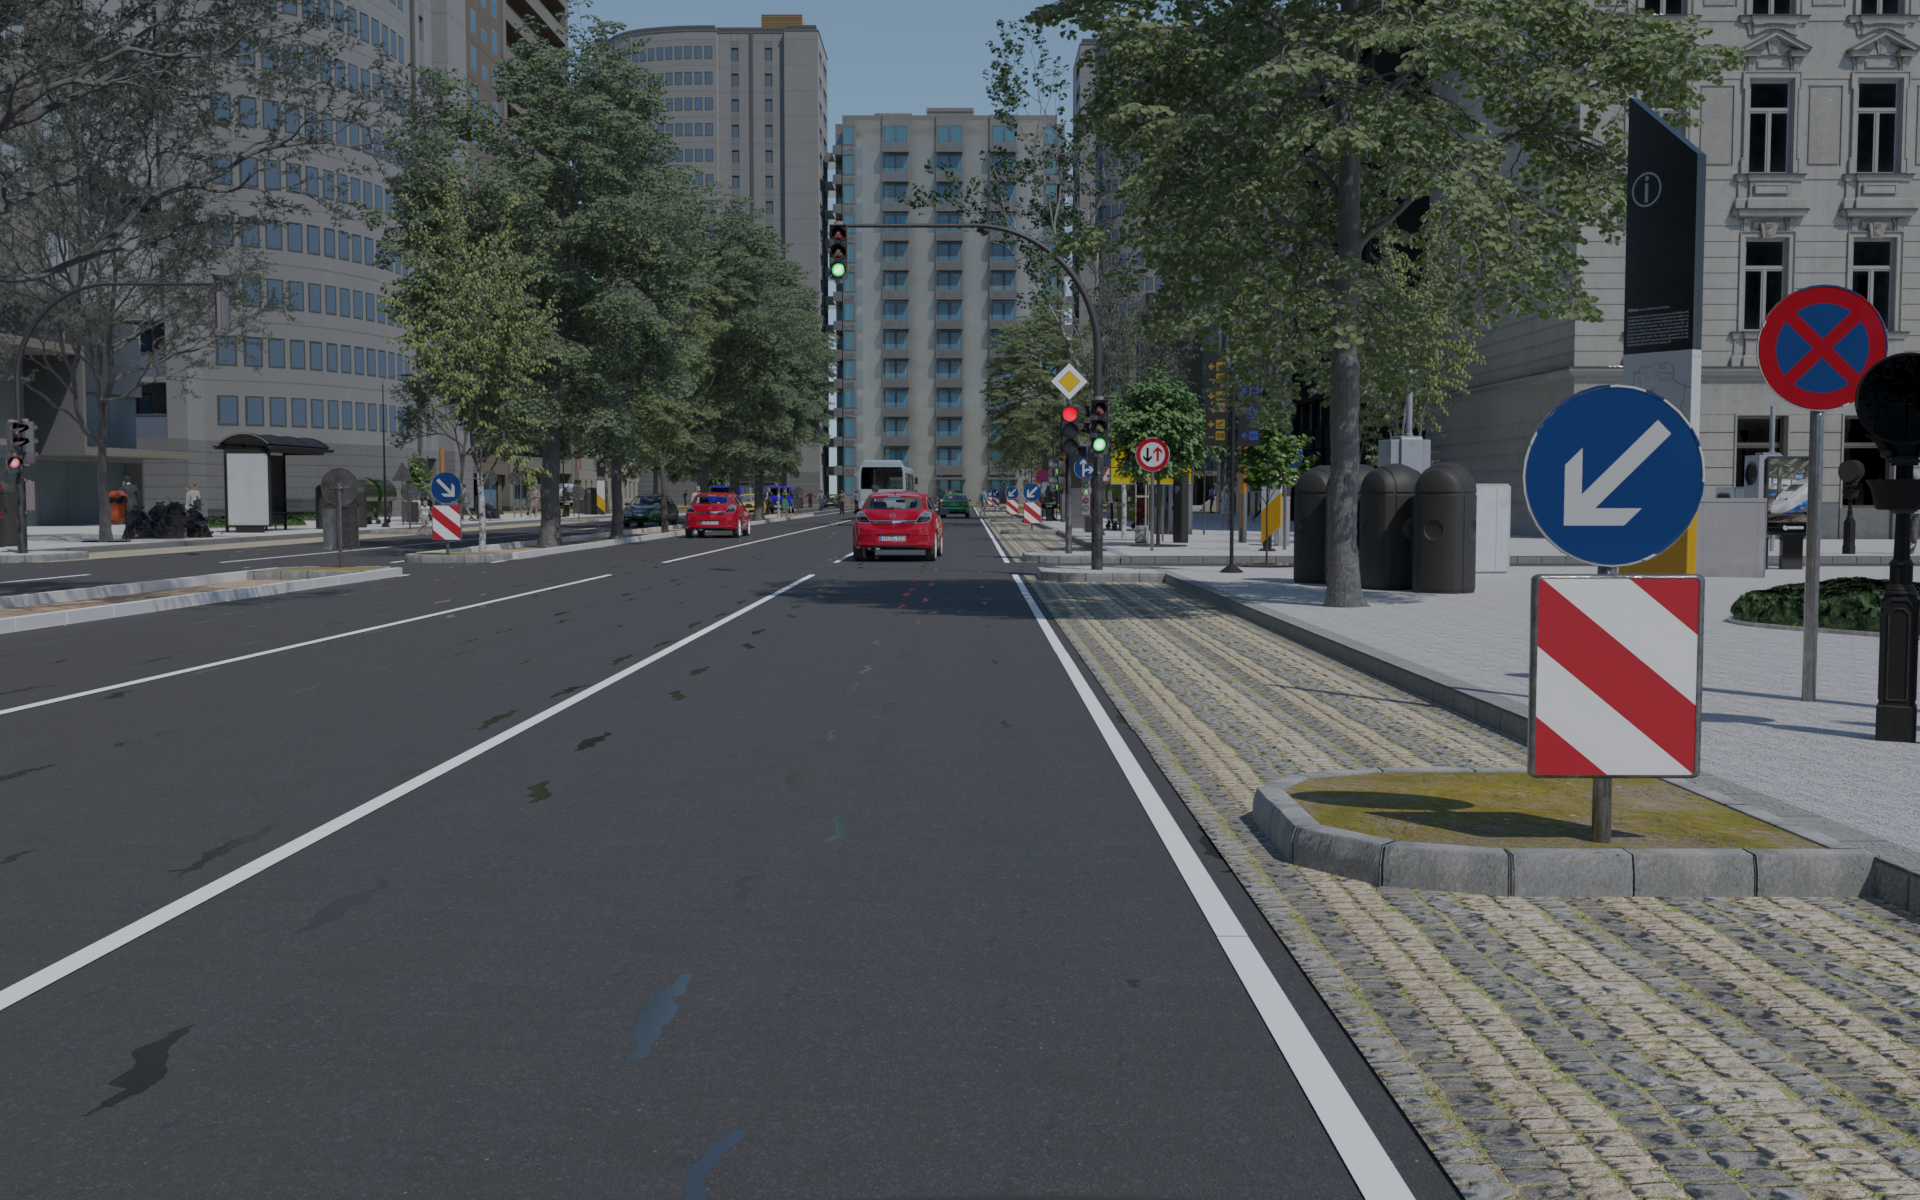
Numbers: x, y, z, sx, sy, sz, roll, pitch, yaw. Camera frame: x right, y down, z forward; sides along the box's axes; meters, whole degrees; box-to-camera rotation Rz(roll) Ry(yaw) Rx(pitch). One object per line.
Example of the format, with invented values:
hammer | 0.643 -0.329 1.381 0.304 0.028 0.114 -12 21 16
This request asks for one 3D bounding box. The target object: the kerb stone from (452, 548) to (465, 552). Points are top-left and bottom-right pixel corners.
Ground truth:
kerb stone | -11.851 -1.118 40.506 0.120 0.150 1.000 0 4 0

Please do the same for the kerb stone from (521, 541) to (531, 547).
kerb stone | -11.826 -1.496 46.659 0.120 0.150 1.000 0 4 0

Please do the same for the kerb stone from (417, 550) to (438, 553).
kerb stone | -11.856 -0.994 38.451 0.120 0.150 1.000 0 4 0

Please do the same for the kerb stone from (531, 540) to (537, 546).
kerb stone | -11.824 -1.557 47.687 0.120 0.150 1.000 0 4 0

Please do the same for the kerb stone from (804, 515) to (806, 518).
kerb stone | -9.513 -5.002 104.090 0.120 0.150 1.000 0 4 0

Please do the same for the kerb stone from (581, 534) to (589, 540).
kerb stone | -11.794 -1.936 53.843 0.120 0.150 1.000 0 4 0

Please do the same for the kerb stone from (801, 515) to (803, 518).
kerb stone | -9.527 -4.880 102.046 0.120 0.150 1.000 0 4 0

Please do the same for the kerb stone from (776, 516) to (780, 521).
kerb stone | -9.574 -4.126 89.704 0.120 0.150 1.000 0 4 0

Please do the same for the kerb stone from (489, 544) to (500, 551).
kerb stone | -11.843 -1.308 43.579 0.120 0.150 1.000 0 4 0

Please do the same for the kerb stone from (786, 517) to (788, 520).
kerb stone | -9.559 -4.381 93.822 0.120 0.150 1.000 0 4 0

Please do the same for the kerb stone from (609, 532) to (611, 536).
kerb stone | -11.779 -2.187 57.949 0.120 0.150 1.000 0 4 0

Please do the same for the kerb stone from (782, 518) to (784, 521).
kerb stone | -9.561 -4.255 91.759 0.120 0.150 1.000 0 4 0

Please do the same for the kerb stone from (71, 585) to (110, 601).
kerb stone | -11.898 -0.082 23.542 0.120 0.150 1.000 0 4 0

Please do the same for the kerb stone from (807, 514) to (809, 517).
kerb stone | -9.518 -5.135 106.155 0.120 0.150 1.000 0 4 0

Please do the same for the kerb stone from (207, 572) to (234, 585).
kerb stone | -11.896 -0.333 27.639 0.120 0.150 1.000 0 4 0

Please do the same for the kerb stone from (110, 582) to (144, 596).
kerb stone | -11.906 -0.145 24.568 0.120 0.150 1.000 0 4 0

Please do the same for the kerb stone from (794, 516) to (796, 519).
kerb stone | -9.540 -4.631 97.920 0.120 0.150 1.000 0 4 0

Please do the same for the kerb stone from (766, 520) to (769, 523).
kerb stone | -9.586 -3.815 84.578 0.120 0.150 1.000 0 4 0

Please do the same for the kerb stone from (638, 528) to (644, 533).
kerb stone | -11.762 -2.498 63.066 0.120 0.150 1.000 0 4 0

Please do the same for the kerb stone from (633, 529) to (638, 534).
kerb stone | -11.768 -2.433 62.043 0.120 0.150 1.000 0 4 0

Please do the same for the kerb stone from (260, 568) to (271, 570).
kerb stone | -11.889 -0.458 29.694 0.120 0.150 1.000 0 4 0

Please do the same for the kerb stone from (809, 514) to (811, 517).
kerb stone | -9.509 -5.198 107.180 0.120 0.150 1.000 0 4 0

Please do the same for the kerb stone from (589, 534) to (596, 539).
kerb stone | -11.794 -1.995 54.866 0.120 0.150 1.000 0 4 0

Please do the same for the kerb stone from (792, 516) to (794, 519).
kerb stone | -9.542 -4.569 96.896 0.120 0.150 1.000 0 4 0

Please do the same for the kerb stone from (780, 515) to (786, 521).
kerb stone | -9.563 -4.318 92.800 0.120 0.150 1.000 0 4 0

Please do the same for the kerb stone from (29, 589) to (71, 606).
kerb stone | -11.914 -0.020 22.514 0.120 0.150 1.000 0 4 0

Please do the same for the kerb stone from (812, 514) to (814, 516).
kerb stone | -9.501 -5.321 109.233 0.120 0.150 1.000 0 4 0

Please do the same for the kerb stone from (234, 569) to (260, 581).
kerb stone | -11.891 -0.396 28.668 0.120 0.150 1.000 0 4 0

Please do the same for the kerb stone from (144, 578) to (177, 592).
kerb stone | -11.891 -0.208 25.592 0.120 0.150 1.000 0 4 0

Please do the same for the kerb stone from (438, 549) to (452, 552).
kerb stone | -11.855 -1.055 39.480 0.120 0.150 1.000 0 4 0

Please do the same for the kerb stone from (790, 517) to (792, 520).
kerb stone | -9.544 -4.506 95.868 0.120 0.150 1.000 0 4 0

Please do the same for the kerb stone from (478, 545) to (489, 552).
kerb stone | -11.839 -1.245 42.557 0.120 0.150 1.000 0 4 0

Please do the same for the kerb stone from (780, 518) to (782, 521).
kerb stone | -9.564 -4.191 90.734 0.120 0.150 1.000 0 4 0

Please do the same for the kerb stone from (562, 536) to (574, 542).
kerb stone | -11.806 -1.810 51.794 0.120 0.150 1.000 0 4 0

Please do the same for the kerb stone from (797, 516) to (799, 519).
kerb stone | -9.536 -4.756 99.978 0.120 0.150 1.000 0 4 0

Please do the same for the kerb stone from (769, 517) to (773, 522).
kerb stone | -9.587 -3.941 86.630 0.120 0.150 1.000 0 4 0

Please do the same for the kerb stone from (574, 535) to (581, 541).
kerb stone | -11.805 -1.873 52.821 0.120 0.150 1.000 0 4 0

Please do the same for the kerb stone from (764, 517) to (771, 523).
kerb stone | -9.585 -3.878 85.603 0.120 0.150 1.000 0 4 0

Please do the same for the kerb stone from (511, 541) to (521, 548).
kerb stone | -11.832 -1.433 45.627 0.120 0.150 1.000 0 4 0

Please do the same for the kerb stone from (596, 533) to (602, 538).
kerb stone | -11.792 -2.054 55.891 0.120 0.150 1.000 0 4 0

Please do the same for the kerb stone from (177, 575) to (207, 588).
kerb stone | -11.894 -0.268 26.614 0.120 0.150 1.000 0 4 0

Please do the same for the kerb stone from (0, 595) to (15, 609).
kerb stone | -11.913 0.043 21.492 0.120 0.150 1.000 0 4 0

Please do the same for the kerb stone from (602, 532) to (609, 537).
kerb stone | -11.786 -2.121 56.924 0.120 0.150 1.000 0 4 0

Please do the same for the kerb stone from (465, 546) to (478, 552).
kerb stone | -11.834 -1.175 41.535 0.120 0.150 1.000 0 4 0

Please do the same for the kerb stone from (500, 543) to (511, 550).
kerb stone | -11.833 -1.370 44.602 0.120 0.150 1.000 0 4 0

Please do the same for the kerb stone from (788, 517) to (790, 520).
kerb stone | -9.555 -4.440 94.845 0.120 0.150 1.000 0 4 0

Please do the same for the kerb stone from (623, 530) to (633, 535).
kerb stone | -11.776 -2.375 61.021 0.120 0.150 1.000 0 4 0

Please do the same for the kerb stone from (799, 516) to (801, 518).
kerb stone | -9.526 -4.821 101.012 0.120 0.150 1.000 0 4 0

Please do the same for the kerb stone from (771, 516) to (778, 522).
kerb stone | -9.576 -4.066 88.682 0.120 0.150 1.000 0 4 0

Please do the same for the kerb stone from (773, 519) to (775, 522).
kerb stone | -9.582 -4.004 87.652 0.120 0.150 1.000 0 4 0
